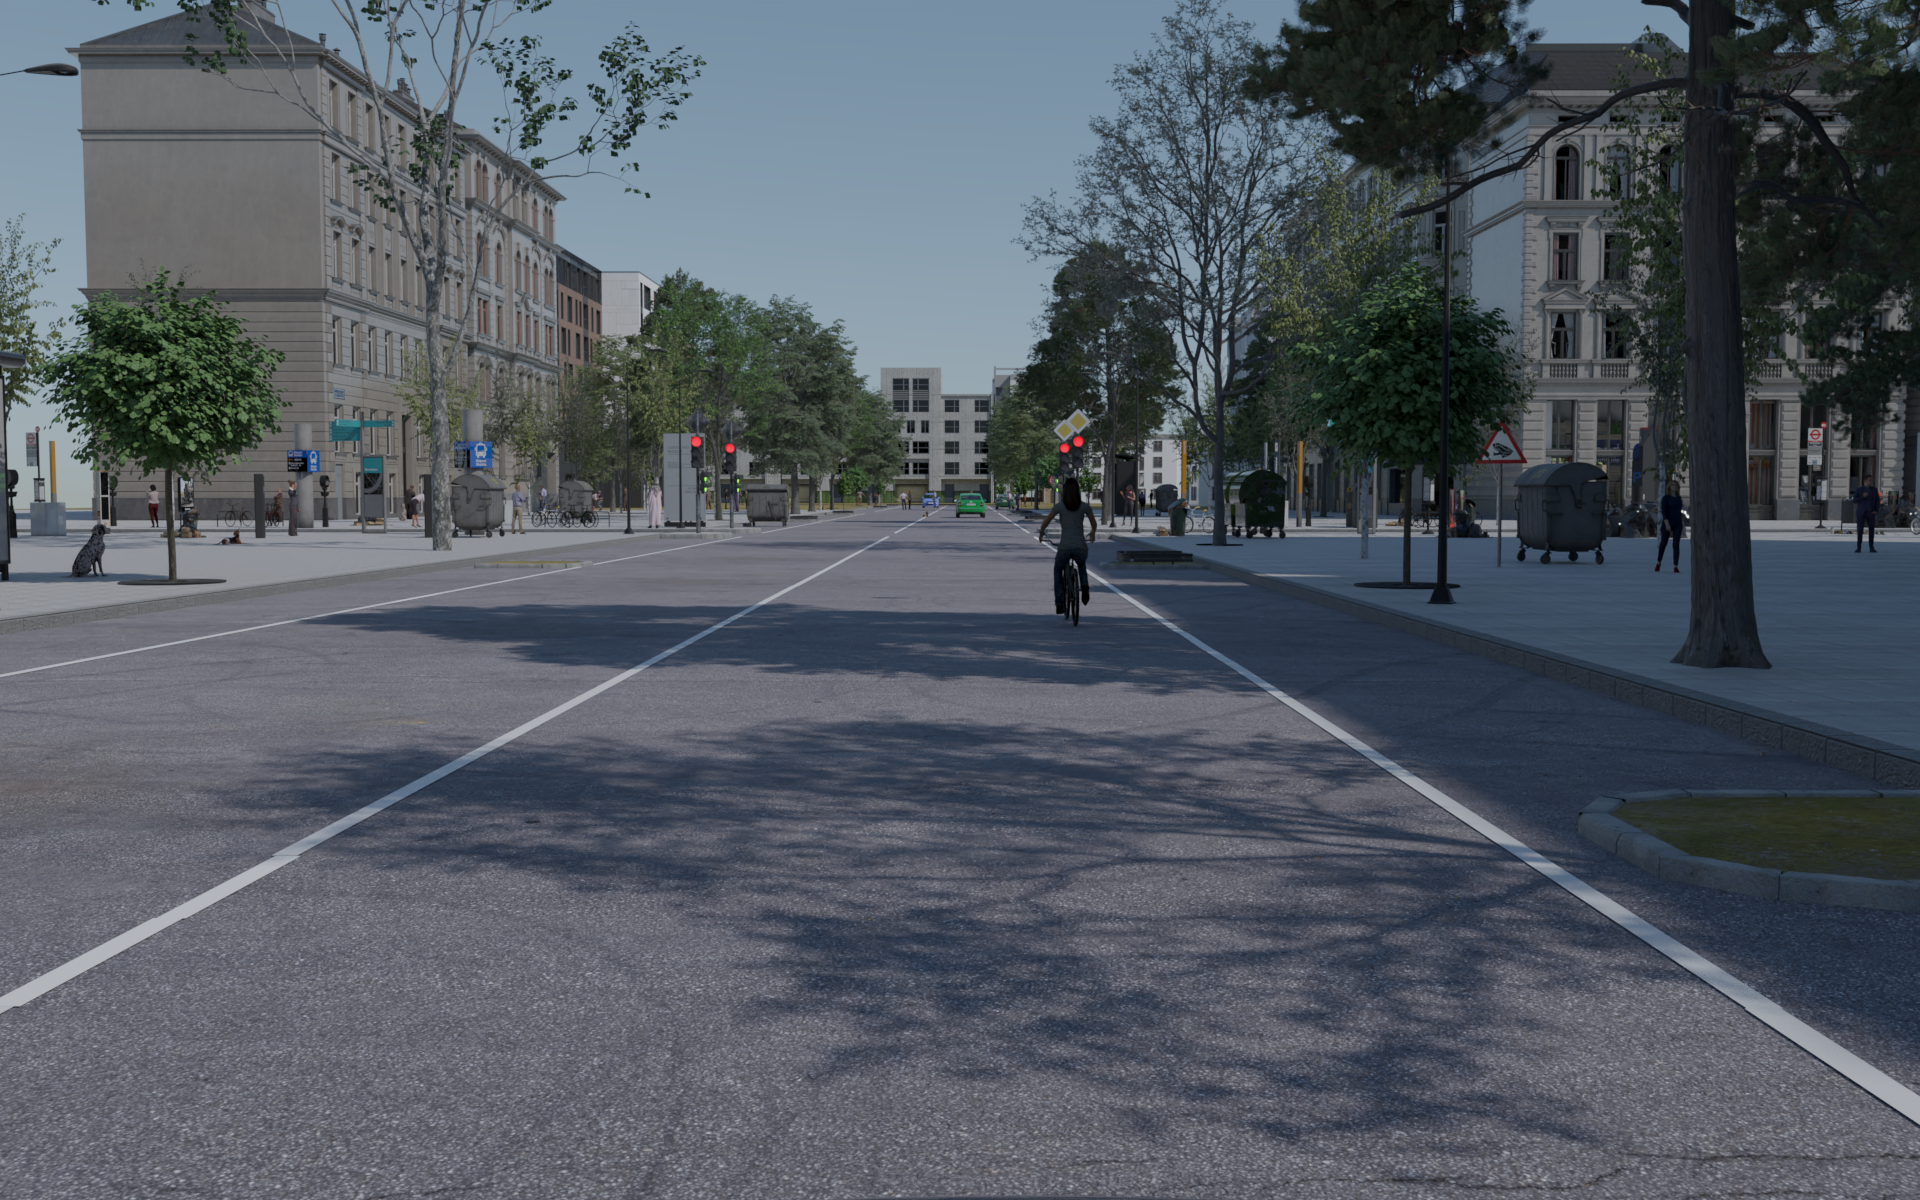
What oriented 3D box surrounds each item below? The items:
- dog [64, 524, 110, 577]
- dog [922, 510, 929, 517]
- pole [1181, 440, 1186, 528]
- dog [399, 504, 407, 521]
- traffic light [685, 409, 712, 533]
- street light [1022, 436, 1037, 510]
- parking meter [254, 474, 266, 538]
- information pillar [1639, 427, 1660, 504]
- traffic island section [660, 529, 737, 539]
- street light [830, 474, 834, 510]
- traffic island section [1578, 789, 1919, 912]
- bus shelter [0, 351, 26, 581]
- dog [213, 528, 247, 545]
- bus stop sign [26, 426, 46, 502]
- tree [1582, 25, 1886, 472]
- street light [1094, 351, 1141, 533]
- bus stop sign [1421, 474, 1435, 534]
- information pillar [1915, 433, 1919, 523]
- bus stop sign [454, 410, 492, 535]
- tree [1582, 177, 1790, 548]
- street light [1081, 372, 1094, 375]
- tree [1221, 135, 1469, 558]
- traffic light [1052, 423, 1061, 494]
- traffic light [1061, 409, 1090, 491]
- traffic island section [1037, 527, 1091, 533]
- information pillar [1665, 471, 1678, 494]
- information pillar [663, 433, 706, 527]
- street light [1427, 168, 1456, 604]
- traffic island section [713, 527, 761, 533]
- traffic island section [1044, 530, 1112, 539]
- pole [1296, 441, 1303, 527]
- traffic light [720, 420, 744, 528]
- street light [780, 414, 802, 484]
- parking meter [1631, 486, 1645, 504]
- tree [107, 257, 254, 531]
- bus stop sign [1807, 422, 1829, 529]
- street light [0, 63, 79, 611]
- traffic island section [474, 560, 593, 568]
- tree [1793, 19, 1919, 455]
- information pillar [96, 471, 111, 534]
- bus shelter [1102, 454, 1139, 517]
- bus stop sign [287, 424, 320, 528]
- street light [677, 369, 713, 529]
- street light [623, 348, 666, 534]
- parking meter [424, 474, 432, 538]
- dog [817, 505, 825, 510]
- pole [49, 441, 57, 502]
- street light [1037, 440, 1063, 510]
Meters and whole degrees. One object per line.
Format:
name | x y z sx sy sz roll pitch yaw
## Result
dog | -13.605 -0.760 26.807 0.800 0.831 0.513 -1 4 -21
dog | -2.208 -5.379 108.146 0.748 0.427 0.550 -1 4 -18
pole | 8.473 -4.392 65.647 0.158 3.312 0.155 0 3 0
dog | -26.568 -4.152 82.262 0.513 0.831 0.800 2 4 32
traffic light | -8.543 -4.116 56.545 0.839 4.213 0.868 0 4 0
street light | 5.671 -10.174 138.891 1.470 5.913 1.316 0 4 0
parking meter | -20.313 -2.724 50.244 0.255 1.863 0.399 -1 4 -17
information pillar | 26.779 -4.771 67.382 0.750 3.857 0.750 1 4 12
traffic island section | -8.583 -2.104 56.679 2.009 0.180 2.903 0 4 0
street light | -9.625 -10.072 137.220 1.470 5.913 1.316 0 4 0
traffic island section | 3.598 0.975 6.920 1.991 0.108 1.994 0 4 0
bus shelter | -14.947 -2.673 21.333 2.179 5.291 8.768 0 4 0
dog | -18.617 -1.615 44.147 0.748 0.427 0.550 -1 4 -10
bus stop sign | -36.379 -4.857 68.115 0.855 3.939 0.416 1 4 22
tree | 11.106 -4.582 25.278 4.737 8.622 4.395 0 3 0
street light | 5.231 -5.134 56.477 1.470 5.913 1.316 0 4 0
bus stop sign | 15.103 -4.057 55.038 0.855 3.939 0.416 3 5 44
information pillar | 36.853 -4.543 65.593 0.184 3.620 1.656 -1 4 -9
bus stop sign | -15.244 -3.991 54.267 0.837 3.901 0.837 3 5 39
tree | 16.914 -5.540 40.942 4.360 8.622 3.978 0 3 0
street light | 5.299 -5.716 65.994 1.470 5.913 1.316 0 4 0
tree | 7.840 -5.138 34.365 4.737 8.622 4.395 0 3 0
traffic light | 3.859 -4.602 64.484 0.839 4.213 0.868 0 4 0
traffic light | 3.818 -4.113 56.499 0.839 4.213 0.868 0 4 0
traffic island section | 3.899 -2.588 64.596 2.009 0.180 2.903 0 4 0
information pillar | 22.541 -3.089 54.992 0.304 2.012 0.304 -3 5 -42
information pillar | -10.694 -4.645 67.257 1.656 3.620 0.184 1 4 10
street light | 5.106 -2.911 20.136 1.470 5.913 1.316 0 4 0
traffic island section | -8.542 -2.592 64.664 2.009 0.180 2.903 0 4 0
traffic island section | 3.858 -2.100 56.611 2.009 0.180 2.903 0 4 0
pole | 13.152 -4.481 67.109 0.158 3.312 0.155 0 3 0
traffic light | -8.502 -4.605 64.530 0.839 4.213 0.868 0 4 0
street light | -9.869 -7.843 100.769 1.470 5.913 1.316 0 4 0
parking meter | 20.693 -2.721 52.893 0.372 1.533 0.369 0 3 0
tree | -24.767 -6.384 54.741 4.360 8.622 3.978 0 3 0
bus stop sign | 31.715 -4.611 64.087 0.855 3.939 0.416 -1 4 -12
street light | -10.205 -2.831 18.835 1.470 5.913 1.316 0 4 0
traffic island section | -8.371 -0.702 34.349 1.991 0.108 1.994 0 4 0
tree | 18.910 -6.691 31.455 6.751 12.117 7.091 0 3 0
information pillar | -27.414 -3.114 55.406 0.304 2.012 0.304 3 5 42
bus shelter | 9.440 -6.771 101.989 1.731 3.624 6.357 0 4 0
bus stop sign | -24.592 -4.643 64.923 0.837 3.901 0.837 1 4 12
street light | -9.872 -5.620 64.427 1.470 5.913 1.316 0 4 0
street light | -10.064 -5.062 55.298 1.470 5.913 1.316 0 4 0
parking meter | -15.578 -2.760 50.841 0.255 1.863 0.399 -1 4 -11
dog | -11.137 -7.428 139.189 0.748 0.427 0.550 3 5 41
pole | -34.727 -4.434 66.333 0.158 3.312 0.155 0 3 0
street light | 5.481 -7.939 102.336 1.470 5.913 1.316 0 4 0
